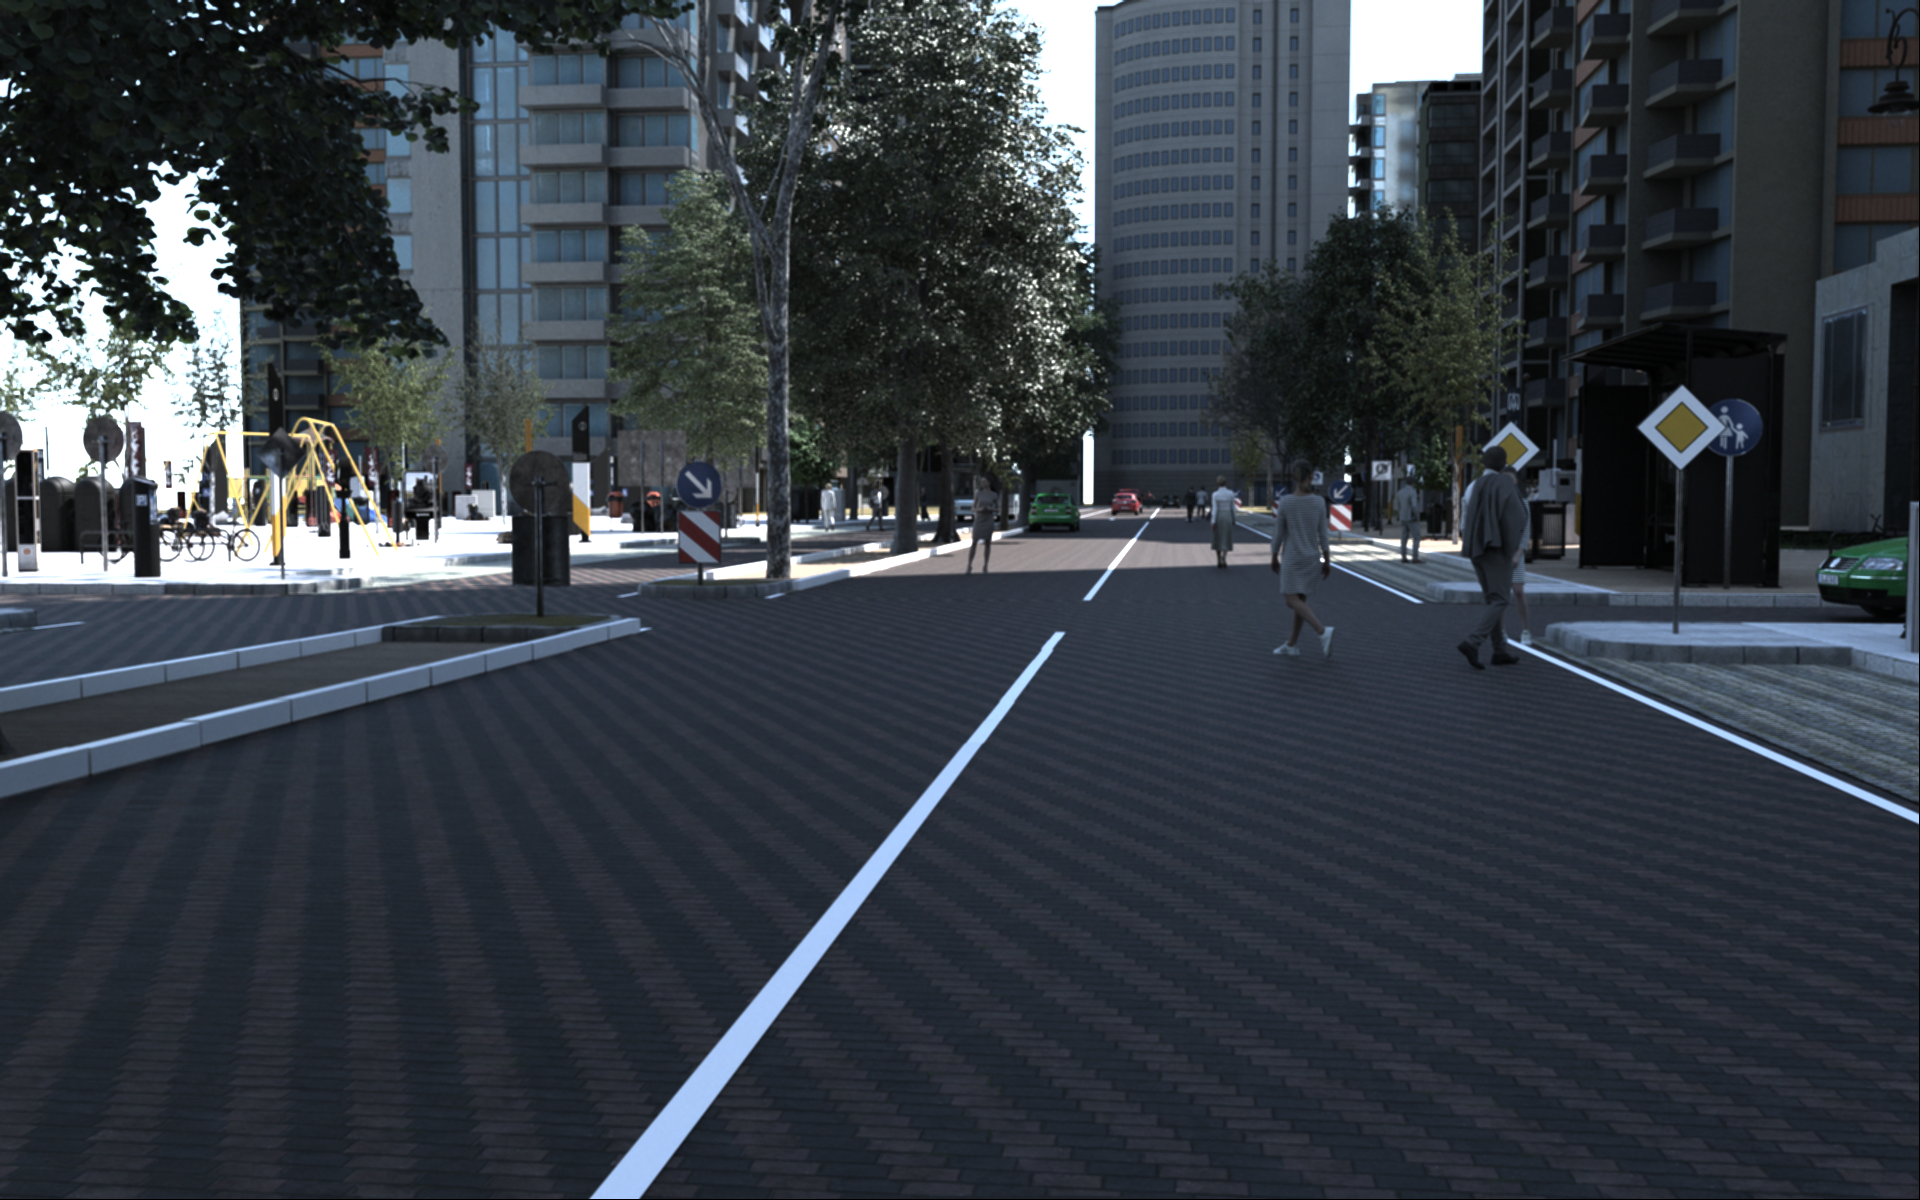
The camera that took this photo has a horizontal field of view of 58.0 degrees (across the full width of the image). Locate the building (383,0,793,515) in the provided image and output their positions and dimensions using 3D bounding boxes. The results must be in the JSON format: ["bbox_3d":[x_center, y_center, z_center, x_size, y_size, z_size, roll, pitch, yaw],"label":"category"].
[{"bbox_3d":[-24.188,-30.505,118.366,23.786,49.044,30.456,0,4,7],"label":"building"}]

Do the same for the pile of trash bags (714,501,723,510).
[{"bbox_3d":[-11.441,-3.852,72.726,3.447,1.369,1.912,0,4,-7],"label":"pile of trash bags"}]

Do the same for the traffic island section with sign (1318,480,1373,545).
[{"bbox_3d":[10.676,-2.495,49.428,1.989,1.847,2.006,0,4,7],"label":"traffic island section with sign"}]

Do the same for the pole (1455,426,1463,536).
[{"bbox_3d":[14.867,-3.537,51.673,0.158,3.312,0.155,0,3,0],"label":"pole"}]

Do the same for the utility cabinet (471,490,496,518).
[{"bbox_3d":[-25.278,-5.089,91.891,1.173,1.500,0.318,0,4,1],"label":"utility cabinet"}]

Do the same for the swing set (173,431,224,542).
[{"bbox_3d":[-17.862,-2.872,44.582,2.862,2.851,3.119,2,4,30],"label":"swing set"}]

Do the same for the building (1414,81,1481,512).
[{"bbox_3d":[39.638,-21.557,124.162,14.160,30.474,14.107,0,4,7],"label":"building"}]

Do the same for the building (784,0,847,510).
[{"bbox_3d":[-17.301,-29.968,140.095,14.600,45.320,14.200,0,4,7],"label":"building"}]

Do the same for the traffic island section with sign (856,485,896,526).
[{"bbox_3d":[-3.550,-4.240,77.948,1.989,1.847,2.006,0,4,7],"label":"traffic island section with sign"}]

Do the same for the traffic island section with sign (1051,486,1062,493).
[{"bbox_3d":[5.480,-5.586,99.468,2.006,1.907,1.989,0,4,7],"label":"traffic island section with sign"}]

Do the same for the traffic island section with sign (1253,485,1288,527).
[{"bbox_3d":[13.958,-4.146,76.420,1.989,1.847,2.006,0,4,7],"label":"traffic island section with sign"}]

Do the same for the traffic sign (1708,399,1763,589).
[{"bbox_3d":[10.351,-1.419,23.308,0.768,2.556,0.104,1,4,15],"label":"traffic sign"}]

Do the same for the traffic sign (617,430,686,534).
[{"bbox_3d":[-9.833,-3.754,55.251,2.265,3.308,0.079,1,4,9],"label":"traffic sign"}]

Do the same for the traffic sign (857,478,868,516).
[{"bbox_3d":[-5.699,-6.164,100.782,0.884,2.594,0.081,1,4,9],"label":"traffic sign"}]

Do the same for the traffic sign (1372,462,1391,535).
[{"bbox_3d":[13.023,-3.144,53.536,0.606,2.300,0.079,1,4,8],"label":"traffic sign"}]

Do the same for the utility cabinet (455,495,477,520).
[{"bbox_3d":[-24.464,-4.564,85.789,1.020,1.237,0.306,0,4,-3],"label":"utility cabinet"}]

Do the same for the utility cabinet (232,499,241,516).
[{"bbox_3d":[-42.765,-5.733,102.413,0.318,1.500,1.173,-1,4,-12],"label":"utility cabinet"}]

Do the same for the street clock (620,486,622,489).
[{"bbox_3d":[-19.423,-5.860,100.383,0.471,2.002,0.358,1,4,18],"label":"street clock"}]

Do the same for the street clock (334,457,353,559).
[{"bbox_3d":[-12.196,-1.817,34.276,0.358,2.002,0.471,-2,4,-31],"label":"street clock"}]

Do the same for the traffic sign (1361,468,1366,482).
[{"bbox_3d":[19.192,-4.958,81.161,0.768,2.556,0.104,1,4,11],"label":"traffic sign"}]

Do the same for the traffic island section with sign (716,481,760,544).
[{"bbox_3d":[-6.894,-2.555,50.407,1.989,1.847,2.006,0,4,7],"label":"traffic island section with sign"}]

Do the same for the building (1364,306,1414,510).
[{"bbox_3d":[49.709,-18.386,145.652,27.650,21.520,28.899,0,4,7],"label":"building"}]

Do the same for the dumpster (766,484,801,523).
[{"bbox_3d":[-7.958,-4.426,78.121,1.264,1.857,1.865,0,4,7],"label":"dumpster"}]

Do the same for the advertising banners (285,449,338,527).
[{"bbox_3d":[-25.151,-4.338,67.122,2.074,3.025,0.090,-1,4,-13],"label":"advertising banners"}]

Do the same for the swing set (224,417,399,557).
[{"bbox_3d":[-13.600,-2.387,36.642,2.862,2.851,3.119,-1,4,-10],"label":"swing set"}]

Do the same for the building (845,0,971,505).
[{"bbox_3d":[-10.008,-46.921,205.404,20.611,71.187,20.563,0,4,7],"label":"building"}]

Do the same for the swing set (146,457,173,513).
[{"bbox_3d":[-34.462,-4.706,74.567,3.119,2.851,2.862,3,5,43],"label":"swing set"}]

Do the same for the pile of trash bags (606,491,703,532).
[{"bbox_3d":[-10.723,-3.033,59.339,3.447,1.369,1.912,2,4,29],"label":"pile of trash bags"}]

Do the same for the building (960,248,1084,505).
[{"bbox_3d":[7.345,-26.351,202.532,14.107,30.474,14.160,0,4,7],"label":"building"}]

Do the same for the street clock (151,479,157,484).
[{"bbox_3d":[-38.756,-4.797,83.004,0.471,2.002,0.358,-1,4,-17],"label":"street clock"}]

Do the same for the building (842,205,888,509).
[{"bbox_3d":[-14.145,-23.772,160.376,14.107,30.474,14.160,0,4,7],"label":"building"}]

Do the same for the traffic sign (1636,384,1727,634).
[{"bbox_3d":[6.579,-0.748,15.867,0.795,2.450,0.064,0,4,7],"label":"traffic sign"}]

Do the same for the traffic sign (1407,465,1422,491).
[{"bbox_3d":[15.703,-3.523,59.733,0.606,2.300,0.079,1,4,16],"label":"traffic sign"}]

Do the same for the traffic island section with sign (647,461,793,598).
[{"bbox_3d":[-3.569,-1.024,24.874,2.006,1.907,1.989,0,4,7],"label":"traffic island section with sign"}]

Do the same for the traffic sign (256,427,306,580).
[{"bbox_3d":[-10.170,-1.365,25.957,0.795,2.450,0.064,0,4,7],"label":"traffic sign"}]

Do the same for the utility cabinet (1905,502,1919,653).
[{"bbox_3d":[8.212,-0.168,13.913,1.020,1.237,0.306,1,4,19],"label":"utility cabinet"}]

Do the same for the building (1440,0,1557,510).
[{"bbox_3d":[41.831,-40.792,105.200,20.563,71.187,20.611,0,4,7],"label":"building"}]

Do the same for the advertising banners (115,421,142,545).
[{"bbox_3d":[-20.343,-2.788,41.776,2.074,3.025,0.090,2,4,30],"label":"advertising banners"}]

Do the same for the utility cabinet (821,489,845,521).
[{"bbox_3d":[-5.895,-4.391,80.473,1.173,1.500,0.318,2,4,31],"label":"utility cabinet"}]

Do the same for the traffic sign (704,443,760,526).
[{"bbox_3d":[-9.068,-4.585,68.831,2.265,3.308,0.079,1,4,11],"label":"traffic sign"}]

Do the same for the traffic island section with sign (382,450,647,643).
[{"bbox_3d":[-4.472,-0.574,17.522,2.006,1.907,1.989,0,4,7],"label":"traffic island section with sign"}]

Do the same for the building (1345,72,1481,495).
[{"bbox_3d":[59.084,-35.472,199.572,30.456,49.044,23.786,0,4,7],"label":"building"}]

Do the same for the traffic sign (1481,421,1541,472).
[{"bbox_3d":[7.542,-1.232,23.794,0.795,2.450,0.064,0,4,7],"label":"traffic sign"}]

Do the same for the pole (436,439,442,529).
[{"bbox_3d":[-19.216,-4.282,63.856,0.158,3.312,0.155,0,3,0],"label":"pole"}]

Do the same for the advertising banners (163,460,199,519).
[{"bbox_3d":[-40.612,-5.760,90.369,0.090,3.025,2.074,2,4,34],"label":"advertising banners"}]

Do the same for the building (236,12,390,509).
[{"bbox_3d":[-50.193,-30.904,159.902,28.867,44.769,22.147,0,4,7],"label":"building"}]

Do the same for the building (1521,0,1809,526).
[{"bbox_3d":[39.114,-26.053,80.585,22.147,44.769,28.867,0,4,7],"label":"building"}]

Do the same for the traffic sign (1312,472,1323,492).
[{"bbox_3d":[16.116,-4.668,78.449,0.606,2.300,0.079,1,4,12],"label":"traffic sign"}]

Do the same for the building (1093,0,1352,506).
[{"bbox_3d":[29.767,-40.318,201.190,28.212,58.520,21.231,0,4,7],"label":"building"}]

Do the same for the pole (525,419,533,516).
[{"bbox_3d":[-11.722,-3.260,47.136,0.158,3.312,0.155,0,3,0],"label":"pole"}]

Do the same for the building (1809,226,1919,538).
[{"bbox_3d":[38.529,-44.380,38.292,31.000,86.520,22.319,0,4,7],"label":"building"}]

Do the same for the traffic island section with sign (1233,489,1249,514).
[{"bbox_3d":[19.854,-7.117,124.998,1.989,1.847,2.006,0,4,7],"label":"traffic island section with sign"}]

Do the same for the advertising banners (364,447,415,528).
[{"bbox_3d":[-21.315,-4.221,65.204,2.074,3.025,0.090,-2,4,-26],"label":"advertising banners"}]
